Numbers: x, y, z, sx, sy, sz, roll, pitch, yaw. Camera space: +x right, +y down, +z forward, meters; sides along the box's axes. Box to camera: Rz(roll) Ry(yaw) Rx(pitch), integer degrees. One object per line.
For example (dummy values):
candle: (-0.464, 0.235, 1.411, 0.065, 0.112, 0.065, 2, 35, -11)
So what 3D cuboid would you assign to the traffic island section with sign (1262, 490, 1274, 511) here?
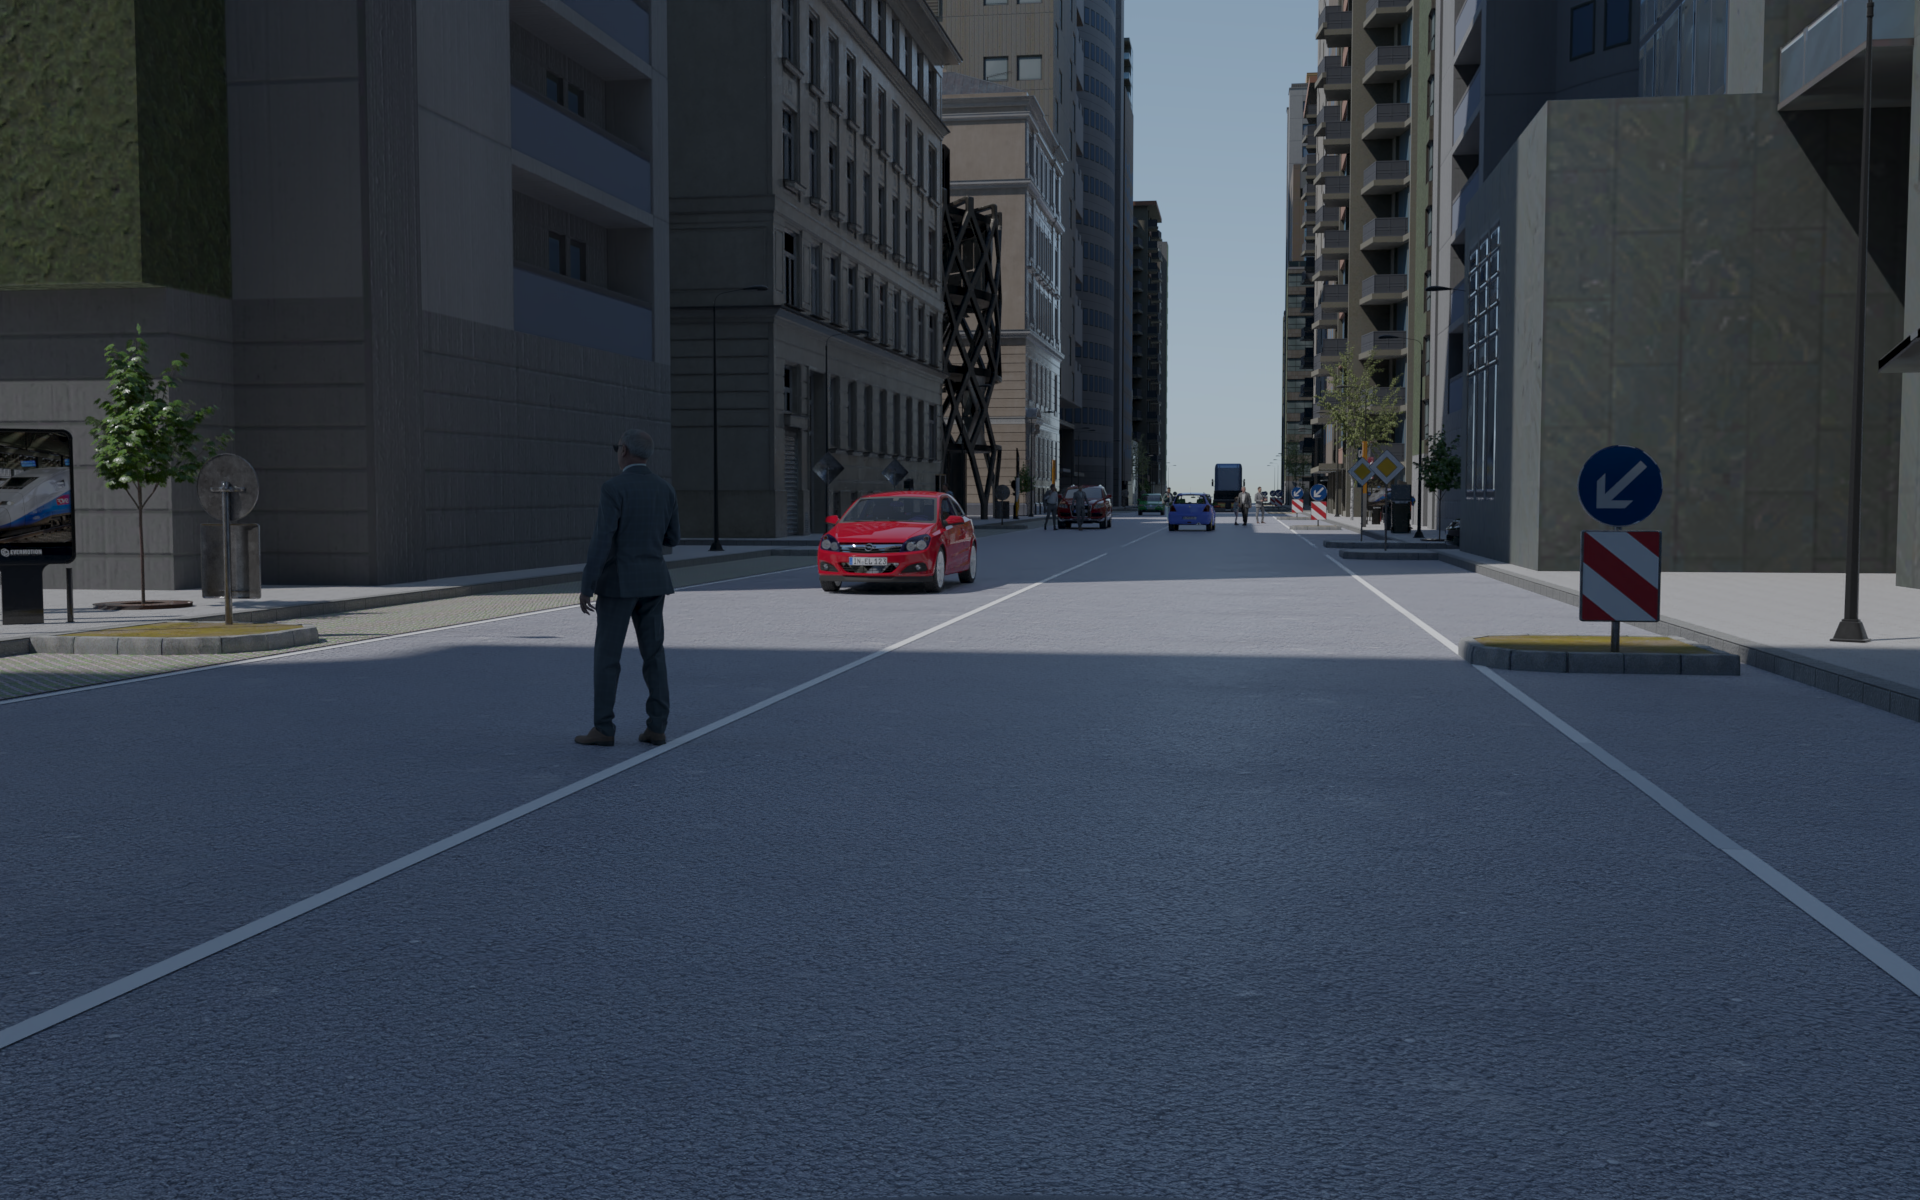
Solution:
traffic island section with sign: (26.565, -8.347, 145.106, 1.989, 1.847, 2.006, 1, 4, 9)

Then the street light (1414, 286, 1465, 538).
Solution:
street light: (11.071, -4.046, 38.698, 1.470, 5.913, 1.316, 1, 4, 9)

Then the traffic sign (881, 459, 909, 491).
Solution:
traffic sign: (-1.842, -2.773, 48.975, 0.795, 2.450, 0.064, 1, 4, 9)

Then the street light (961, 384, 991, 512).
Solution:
street light: (0.633, -6.175, 73.494, 1.470, 5.913, 1.316, 1, 4, 9)

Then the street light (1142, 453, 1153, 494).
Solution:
street light: (20.709, -13.652, 195.754, 1.470, 5.913, 1.316, 1, 4, 9)

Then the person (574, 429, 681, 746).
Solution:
person: (-1.938, -0.079, 9.968, 0.590, 1.801, 0.661, 3, 5, 40)

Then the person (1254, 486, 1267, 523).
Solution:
person: (14.669, -4.632, 84.437, 0.606, 1.804, 0.583, -3, 5, -43)

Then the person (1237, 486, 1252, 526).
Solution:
person: (12.892, -4.262, 78.582, 0.661, 1.777, 0.834, 1, 4, 17)

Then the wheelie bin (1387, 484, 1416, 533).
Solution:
wheelie bin: (14.370, -2.976, 56.570, 0.980, 1.594, 0.693, 1, 4, 12)

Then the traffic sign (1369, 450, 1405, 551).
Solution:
traffic sign: (9.597, -2.163, 39.008, 0.795, 2.450, 0.064, 1, 4, 9)

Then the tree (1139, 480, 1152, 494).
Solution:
tree: (22.733, -13.334, 212.618, 1.663, 3.219, 1.824, 0, 3, 0)

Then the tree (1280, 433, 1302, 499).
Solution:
tree: (39.443, -15.478, 203.434, 4.737, 8.622, 4.395, 0, 3, 0)

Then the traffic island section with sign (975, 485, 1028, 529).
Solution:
traffic island section with sign: (1.738, -3.823, 71.128, 1.989, 1.847, 2.006, 1, 4, 9)

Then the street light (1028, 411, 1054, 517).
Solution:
street light: (4.527, -7.603, 96.847, 1.470, 5.913, 1.316, 1, 4, 9)

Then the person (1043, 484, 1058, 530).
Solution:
person: (3.591, -3.680, 68.777, 0.679, 1.850, 0.850, -2, 4, -28)

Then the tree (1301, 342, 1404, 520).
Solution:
tree: (19.405, -8.200, 84.435, 4.737, 8.622, 4.395, 0, 3, 0)

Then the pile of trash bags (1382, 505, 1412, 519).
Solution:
pile of trash bags: (22.186, -4.748, 87.379, 1.912, 1.369, 3.447, 0, 4, -7)

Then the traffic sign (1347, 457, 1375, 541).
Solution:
traffic sign: (10.881, -2.645, 46.890, 0.795, 2.450, 0.064, 1, 4, 9)

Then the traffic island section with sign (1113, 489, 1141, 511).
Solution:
traffic island section with sign: (14.018, -8.436, 146.549, 1.989, 1.847, 2.006, 1, 4, 9)

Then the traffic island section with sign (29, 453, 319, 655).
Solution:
traffic island section with sign: (-7.199, -0.467, 16.258, 1.989, 1.847, 2.006, 1, 4, 9)

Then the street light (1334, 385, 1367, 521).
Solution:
street light: (16.746, -6.202, 73.943, 1.470, 5.913, 1.316, 1, 4, 9)

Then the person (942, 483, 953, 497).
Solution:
person: (-0.461, -3.075, 58.866, 0.778, 1.811, 0.616, -2, 4, -24)

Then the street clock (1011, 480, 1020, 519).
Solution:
street clock: (2.838, -5.142, 88.635, 0.358, 2.002, 0.471, -3, 5, -42)

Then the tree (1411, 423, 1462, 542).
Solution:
tree: (13.060, -3.207, 47.035, 1.663, 3.219, 1.824, 0, 3, 0)

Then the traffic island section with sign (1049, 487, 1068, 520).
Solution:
traffic island section with sign: (6.069, -5.450, 97.734, 1.989, 1.847, 2.006, 1, 4, 9)

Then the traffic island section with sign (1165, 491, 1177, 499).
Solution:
traffic island section with sign: (27.477, -13.489, 229.164, 1.989, 1.847, 2.006, 1, 4, 9)

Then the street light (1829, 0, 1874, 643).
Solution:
street light: (7.228, -2.597, 15.009, 1.470, 5.913, 1.316, 1, 4, 9)

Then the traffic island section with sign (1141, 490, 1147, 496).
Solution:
traffic island section with sign: (18.444, -10.100, 173.767, 1.989, 1.847, 2.006, 1, 4, 9)

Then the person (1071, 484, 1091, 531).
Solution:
person: (4.751, -3.635, 68.054, 0.709, 1.813, 0.853, -1, 4, -22)

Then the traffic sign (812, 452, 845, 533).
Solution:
traffic sign: (-3.126, -2.291, 41.094, 0.795, 2.450, 0.064, 1, 4, 9)

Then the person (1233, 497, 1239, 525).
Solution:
person: (12.768, -4.106, 79.912, 0.394, 1.301, 0.425, -2, 4, -35)

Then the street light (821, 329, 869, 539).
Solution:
street light: (-3.248, -4.680, 49.057, 1.470, 5.913, 1.316, 1, 4, 9)

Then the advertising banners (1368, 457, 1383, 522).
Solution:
advertising banners: (19.442, -5.144, 80.298, 0.090, 3.025, 2.074, -1, 4, -18)

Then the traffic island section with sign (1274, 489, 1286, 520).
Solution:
traffic island section with sign: (18.606, -5.358, 96.224, 1.989, 1.847, 2.006, 1, 4, 9)

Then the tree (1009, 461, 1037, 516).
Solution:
tree: (3.599, -6.495, 100.801, 1.663, 3.219, 1.824, 0, 3, 0)

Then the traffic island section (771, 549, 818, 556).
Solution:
traffic island section: (-3.151, -1.155, 41.159, 2.009, 0.180, 2.903, 1, 4, 9)

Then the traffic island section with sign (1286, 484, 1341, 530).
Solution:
traffic island section with sign: (14.268, -3.730, 69.609, 1.989, 1.847, 2.006, 1, 4, 9)

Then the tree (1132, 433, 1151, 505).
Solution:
tree: (20.201, -15.250, 199.699, 4.360, 8.622, 3.978, 0, 3, 0)

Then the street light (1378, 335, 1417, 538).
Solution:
street light: (12.894, -4.773, 50.583, 1.470, 5.913, 1.316, 1, 4, 9)

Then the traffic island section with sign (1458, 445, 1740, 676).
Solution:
traffic island section with sign: (5.336, -0.374, 14.748, 1.989, 1.847, 2.006, 1, 4, 9)

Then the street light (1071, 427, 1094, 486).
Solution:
street light: (8.304, -9.034, 120.240, 1.470, 5.913, 1.316, 1, 4, 9)

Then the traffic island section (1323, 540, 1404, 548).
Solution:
traffic island section: (10.906, -1.510, 46.963, 2.009, 0.180, 2.903, 1, 4, 9)

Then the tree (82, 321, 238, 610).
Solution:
tree: (-9.230, -1.517, 19.409, 1.663, 3.219, 1.824, 0, 3, 0)

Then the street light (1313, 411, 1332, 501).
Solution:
street light: (20.673, -7.630, 97.290, 1.470, 5.913, 1.316, 1, 4, 9)

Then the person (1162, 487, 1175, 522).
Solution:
person: (10.429, -4.746, 86.439, 0.623, 1.781, 0.721, -3, 5, -43)

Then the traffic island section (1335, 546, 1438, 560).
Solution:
traffic island section: (9.622, -1.028, 39.082, 2.009, 0.180, 2.903, 1, 4, 9)

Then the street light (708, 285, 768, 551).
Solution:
street light: (-4.958, -4.049, 38.749, 1.470, 5.913, 1.316, 1, 4, 9)
